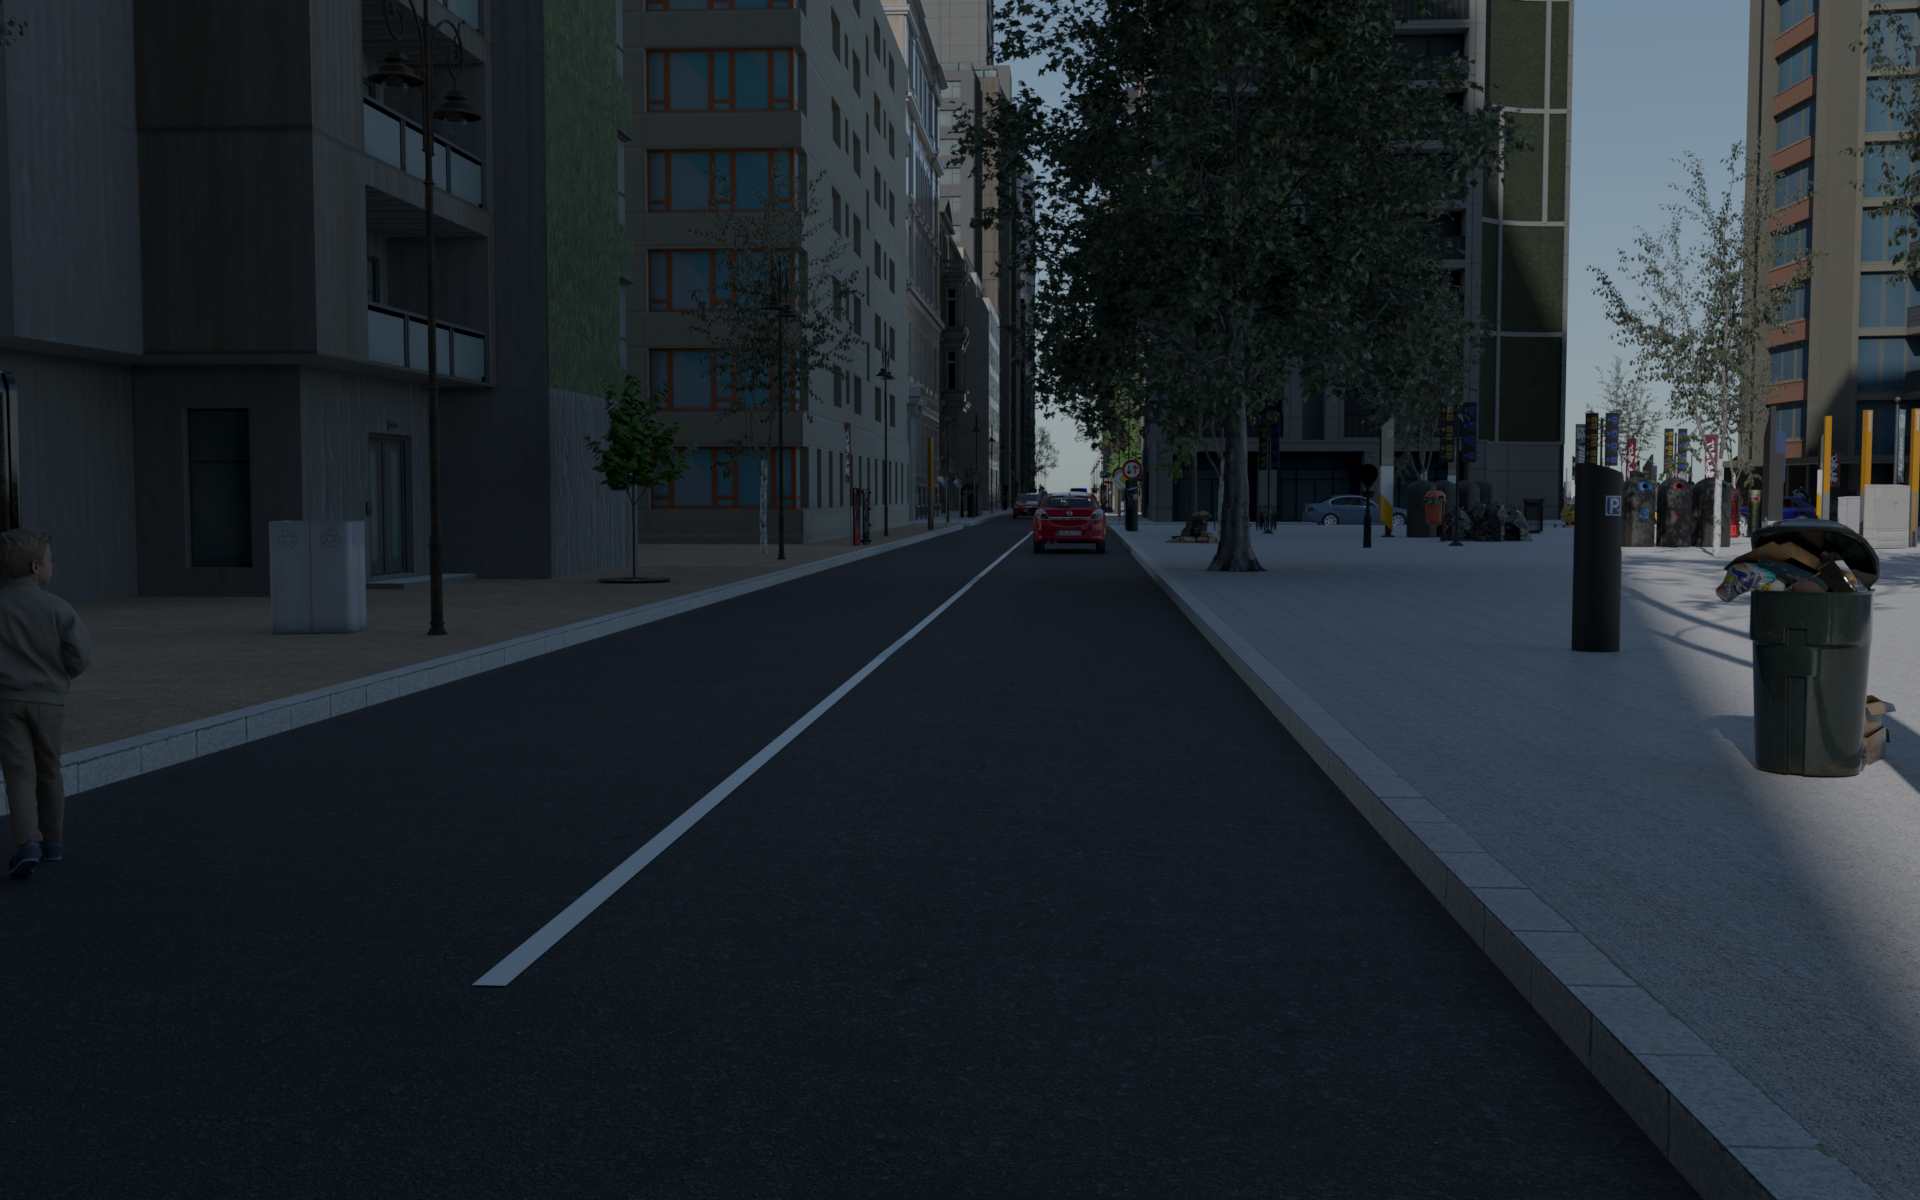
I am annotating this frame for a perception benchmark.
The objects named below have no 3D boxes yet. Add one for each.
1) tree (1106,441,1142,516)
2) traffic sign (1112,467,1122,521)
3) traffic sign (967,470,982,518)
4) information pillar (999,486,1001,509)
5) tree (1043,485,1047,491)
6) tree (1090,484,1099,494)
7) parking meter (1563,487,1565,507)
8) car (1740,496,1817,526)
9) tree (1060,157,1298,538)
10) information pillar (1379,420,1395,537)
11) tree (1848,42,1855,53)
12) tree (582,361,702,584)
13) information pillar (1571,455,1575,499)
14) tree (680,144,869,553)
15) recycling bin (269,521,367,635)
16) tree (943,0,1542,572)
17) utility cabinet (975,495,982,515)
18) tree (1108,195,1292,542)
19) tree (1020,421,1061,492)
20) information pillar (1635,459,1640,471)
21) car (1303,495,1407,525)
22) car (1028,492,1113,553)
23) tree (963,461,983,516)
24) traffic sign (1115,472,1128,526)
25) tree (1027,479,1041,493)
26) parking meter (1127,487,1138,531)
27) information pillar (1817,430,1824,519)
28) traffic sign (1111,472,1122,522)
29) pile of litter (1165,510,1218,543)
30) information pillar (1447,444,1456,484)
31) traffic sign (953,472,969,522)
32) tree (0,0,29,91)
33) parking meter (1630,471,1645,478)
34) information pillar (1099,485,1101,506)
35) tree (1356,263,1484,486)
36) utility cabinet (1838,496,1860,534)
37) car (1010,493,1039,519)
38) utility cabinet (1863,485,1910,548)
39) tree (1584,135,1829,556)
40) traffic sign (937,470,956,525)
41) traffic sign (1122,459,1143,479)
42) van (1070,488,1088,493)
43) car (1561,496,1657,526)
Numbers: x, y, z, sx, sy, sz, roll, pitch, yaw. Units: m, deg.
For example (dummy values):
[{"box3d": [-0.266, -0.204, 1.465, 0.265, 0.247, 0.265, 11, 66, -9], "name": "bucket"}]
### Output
[{"box3d": [10.185, -7.278, 102.701, 4.285, 4.588, 4.351, 0, 3, 0], "name": "tree"}, {"box3d": [7.546, -4.985, 81.617, 0.768, 2.556, 0.104, 1, 4, 13], "name": "traffic sign"}, {"box3d": [0.753, -5.584, 91.411, 0.768, 2.556, 0.104, 1, 4, 9], "name": "traffic sign"}, {"box3d": [3.385, -9.051, 152.482, 0.304, 2.012, 0.304, 3, 5, 44], "name": "information pillar"}, {"box3d": [13.273, -17.780, 285.295, 1.663, 3.219, 1.824, 0, 3, 0], "name": "tree"}, {"box3d": [21.169, -17.002, 272.591, 1.663, 3.219, 1.824, 0, 3, 0], "name": "tree"}, {"box3d": [50.444, -8.516, 144.946, 0.255, 1.863, 0.399, 2, 4, 29], "name": "parking meter"}, {"box3d": [33.314, -3.629, 71.907, 3.894, 1.354, 1.945, 0, 4, 5], "name": "car"}, {"box3d": [6.952, -7.637, 50.614, 9.928, 11.665, 9.643, 0, 3, 0], "name": "tree"}, {"box3d": [12.633, -3.664, 51.269, 0.504, 3.616, 0.183, -2, 4, -27], "name": "information pillar"}, {"box3d": [11.828, -4.171, 18.559, 4.360, 8.622, 3.978, 0, 3, 0], "name": "tree"}, {"box3d": [-4.812, -1.861, 25.026, 1.663, 3.219, 1.824, 0, 3, 0], "name": "tree"}, {"box3d": [36.972, -6.891, 104.014, 0.504, 3.616, 0.183, 2, 4, 32], "name": "information pillar"}, {"box3d": [-4.176, -5.331, 37.518, 4.360, 8.622, 3.978, 0, 3, 0], "name": "tree"}, {"box3d": [-5.988, -0.222, 16.177, 0.722, 1.027, 0.722, -1, 4, -8], "name": "recycling bin"}, {"box3d": [4.570, -6.833, 28.724, 9.611, 12.733, 9.660, 0, 3, 0], "name": "tree"}, {"box3d": [1.017, -5.824, 106.390, 0.306, 1.237, 1.020, -2, 4, -26], "name": "utility cabinet"}, {"box3d": [5.799, -5.364, 38.059, 4.737, 8.622, 4.395, 0, 3, 0], "name": "tree"}, {"box3d": [9.080, -17.560, 221.513, 8.767, 10.594, 7.601, 1, 4, 17], "name": "tree"}, {"box3d": [45.339, -7.635, 116.187, 0.504, 3.616, 0.183, 2, 4, 28], "name": "information pillar"}, {"box3d": [16.629, -3.694, 72.391, 4.499, 1.417, 2.014, 0, 4, 3], "name": "car"}, {"box3d": [2.753, -2.099, 43.353, 2.155, 1.783, 4.494, 0, 4, 4], "name": "car"}, {"box3d": [0.521, -6.532, 101.394, 1.663, 3.219, 1.824, 0, 3, 0], "name": "tree"}, {"box3d": [6.674, -4.079, 70.332, 0.795, 2.450, 0.064, 0, 4, 4], "name": "traffic sign"}, {"box3d": [8.846, -13.572, 216.496, 1.663, 3.219, 1.824, 0, 3, 0], "name": "tree"}, {"box3d": [5.937, -3.129, 59.574, 0.372, 1.533, 0.369, 0, 3, 0], "name": "parking meter"}, {"box3d": [29.658, -4.171, 59.551, 0.504, 3.616, 0.183, -3, 4, -36], "name": "information pillar"}, {"box3d": [7.218, -4.566, 78.299, 0.795, 2.450, 0.064, 0, 4, 4], "name": "traffic sign"}, {"box3d": [6.244, -1.925, 45.440, 1.719, 0.858, 1.176, 3, 5, 45], "name": "pile of litter"}, {"box3d": [21.938, -5.241, 77.042, 0.504, 3.616, 0.183, 0, 4, -2], "name": "information pillar"}, {"box3d": [-0.008, -4.597, 78.810, 0.795, 2.450, 0.064, 0, 4, 4], "name": "traffic sign"}, {"box3d": [-10.368, -3.920, 14.460, 4.360, 8.622, 3.978, 0, 3, 0], "name": "tree"}, {"box3d": [16.781, -2.278, 42.962, 0.255, 1.863, 0.399, 0, 4, 0], "name": "parking meter"}, {"box3d": [11.770, -8.566, 144.551, 0.304, 2.012, 0.304, -1, 4, -12], "name": "information pillar"}, {"box3d": [14.964, -6.457, 55.936, 4.360, 8.622, 3.978, 0, 3, 0], "name": "tree"}, {"box3d": [24.301, -2.198, 47.097, 1.020, 1.237, 0.306, -2, 4, -29], "name": "utility cabinet"}, {"box3d": [4.008, -5.672, 101.785, 2.155, 1.783, 4.494, 0, 4, 2], "name": "car"}, {"box3d": [21.713, -1.950, 40.564, 1.173, 1.500, 0.318, -2, 4, -25], "name": "utility cabinet"}, {"box3d": [15.417, -5.213, 35.600, 4.360, 8.622, 3.978, 0, 3, 0], "name": "tree"}, {"box3d": [-0.552, -4.110, 70.844, 0.795, 2.450, 0.064, 0, 4, 4], "name": "traffic sign"}, {"box3d": [6.307, -3.880, 63.536, 0.768, 2.556, 0.104, 0, 4, 4], "name": "traffic sign"}, {"box3d": [11.810, -10.300, 172.793, 2.240, 2.365, 5.245, 0, 4, 3], "name": "van"}, {"box3d": [27.039, -3.766, 71.800, 3.980, 1.641, 2.015, 0, 4, 4], "name": "car"}]
